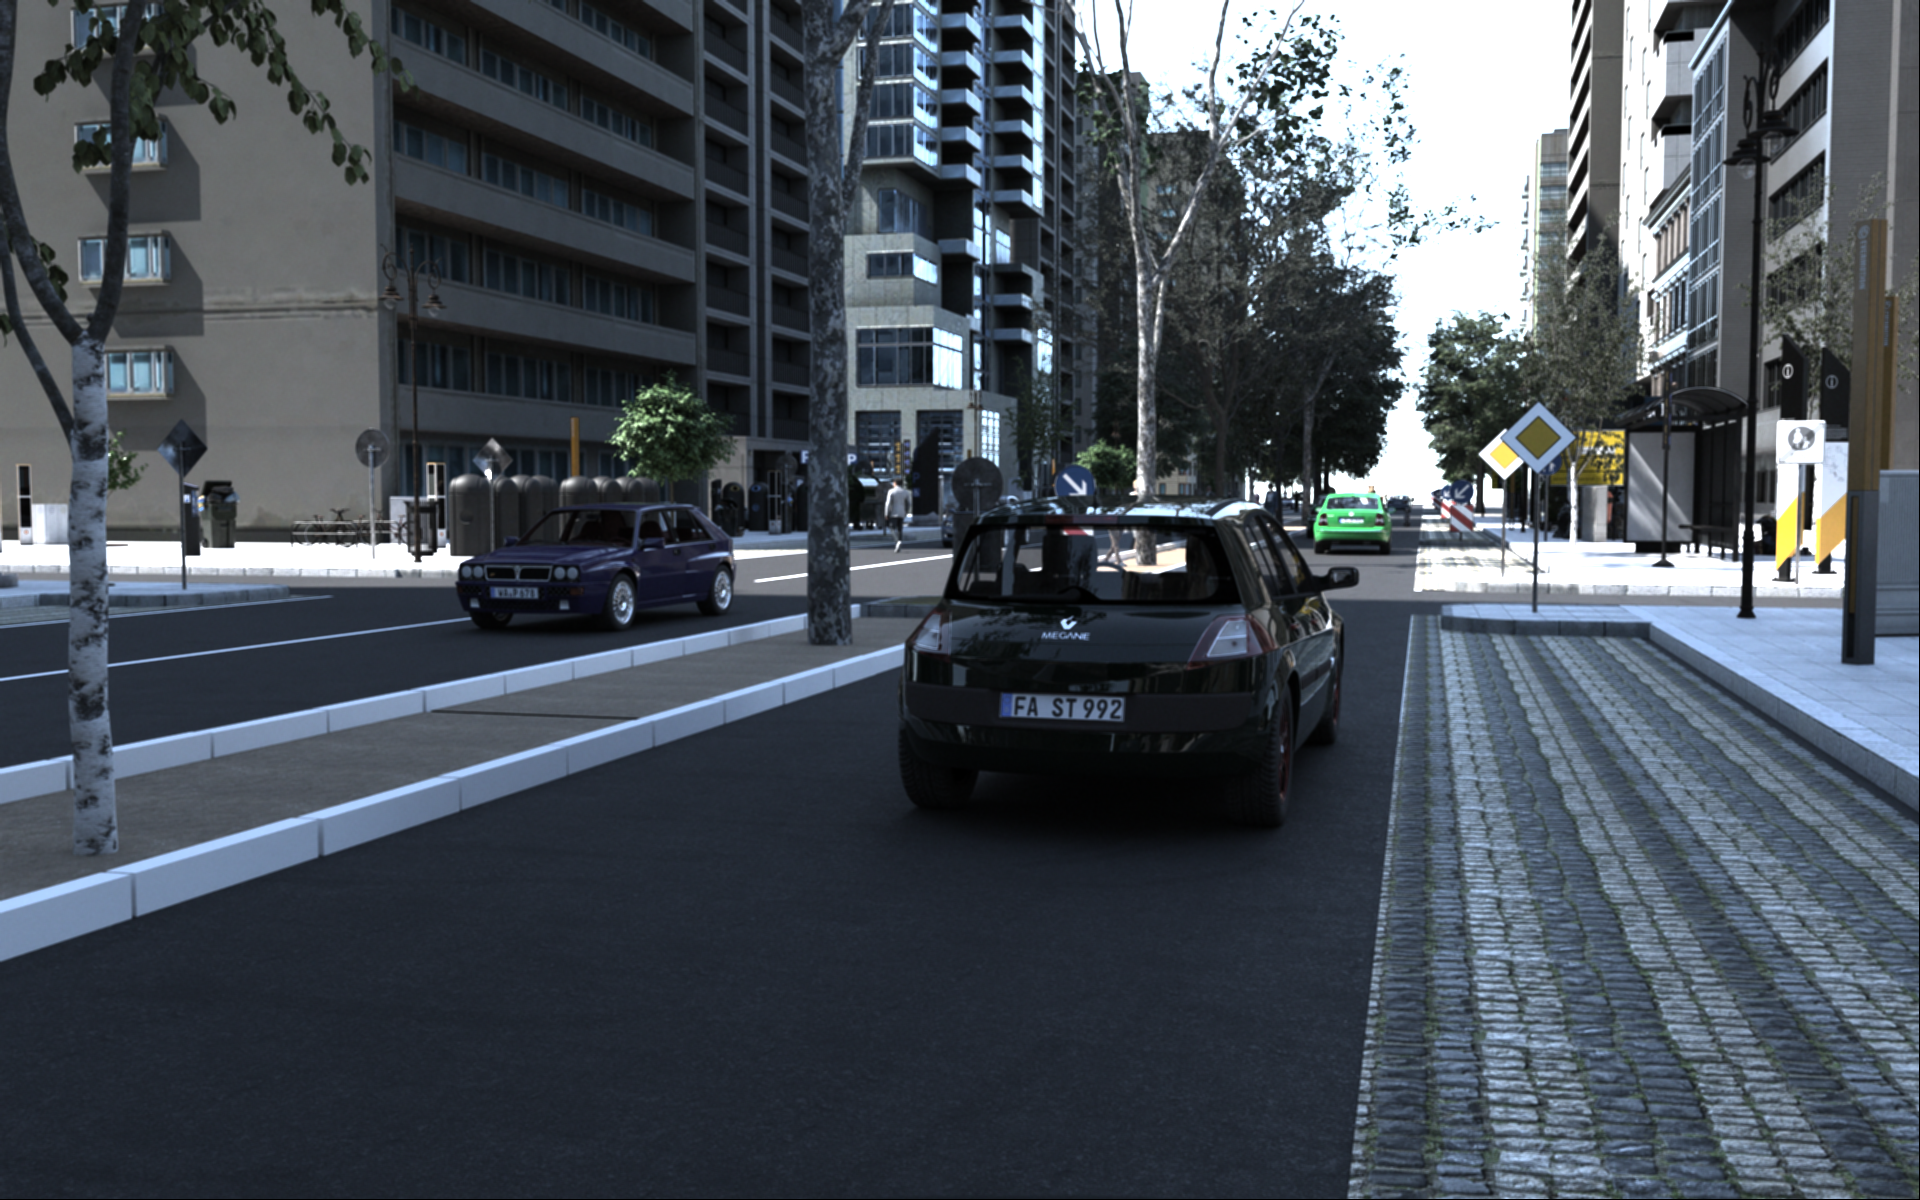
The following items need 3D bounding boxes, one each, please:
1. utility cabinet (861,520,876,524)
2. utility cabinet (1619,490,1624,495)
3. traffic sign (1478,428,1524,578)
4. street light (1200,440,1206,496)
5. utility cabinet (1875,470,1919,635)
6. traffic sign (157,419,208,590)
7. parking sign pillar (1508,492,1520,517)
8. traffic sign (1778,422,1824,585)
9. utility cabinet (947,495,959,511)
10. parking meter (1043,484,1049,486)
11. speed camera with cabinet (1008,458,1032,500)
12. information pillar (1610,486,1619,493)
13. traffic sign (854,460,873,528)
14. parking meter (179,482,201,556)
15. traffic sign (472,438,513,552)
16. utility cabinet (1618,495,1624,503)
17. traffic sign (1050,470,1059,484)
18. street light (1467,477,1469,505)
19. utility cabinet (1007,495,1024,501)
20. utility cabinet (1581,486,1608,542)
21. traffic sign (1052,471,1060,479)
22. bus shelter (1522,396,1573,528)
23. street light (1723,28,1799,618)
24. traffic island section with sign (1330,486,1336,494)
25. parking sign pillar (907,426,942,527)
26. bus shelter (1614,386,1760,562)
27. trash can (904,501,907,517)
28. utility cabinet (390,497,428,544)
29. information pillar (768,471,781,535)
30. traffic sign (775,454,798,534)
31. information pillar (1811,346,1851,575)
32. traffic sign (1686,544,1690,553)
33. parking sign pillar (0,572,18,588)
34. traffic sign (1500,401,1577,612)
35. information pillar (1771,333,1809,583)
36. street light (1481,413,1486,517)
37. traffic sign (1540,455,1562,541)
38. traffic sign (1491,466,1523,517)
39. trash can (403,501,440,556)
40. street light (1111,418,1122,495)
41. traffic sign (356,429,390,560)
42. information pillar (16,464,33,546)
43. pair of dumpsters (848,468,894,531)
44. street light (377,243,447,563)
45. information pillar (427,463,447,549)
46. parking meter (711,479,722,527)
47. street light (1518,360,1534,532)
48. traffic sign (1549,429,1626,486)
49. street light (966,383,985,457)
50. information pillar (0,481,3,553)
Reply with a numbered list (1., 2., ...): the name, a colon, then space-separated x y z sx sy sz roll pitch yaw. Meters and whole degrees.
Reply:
1. utility cabinet: -4.294 -4.308 79.110 0.318 1.500 1.173 -2 4 -35
2. utility cabinet: 36.771 -5.384 96.702 1.173 1.500 0.318 -2 4 -35
3. traffic sign: 8.305 -1.395 26.447 0.795 2.450 0.064 1 4 15
4. street light: 20.413 -10.568 145.568 0.468 5.910 1.993 1 4 15
5. utility cabinet: 8.675 -0.430 15.714 1.173 1.500 0.318 -1 4 -11
6. traffic sign: -10.417 -1.197 23.207 0.795 2.450 0.064 1 4 15
7. parking sign pillar: 31.018 -6.581 96.069 1.447 3.967 1.447 0 4 6
8. traffic sign: 11.796 -1.359 24.345 0.606 2.300 0.079 1 4 20
9. utility cabinet: -0.164 -5.101 94.564 1.020 1.237 0.306 1 4 13
10. parking meter: 4.887 -5.650 98.083 0.399 1.863 0.255 0 4 1
11. speed camera with cabinet: 3.541 -6.250 96.527 0.660 3.252 2.038 3 5 42
12. information pillar: 31.658 -4.854 83.849 0.304 2.012 0.304 -1 4 -13
13. traffic sign: -3.665 -4.006 65.605 0.768 2.556 0.104 1 4 19
14. parking meter: -15.926 -1.677 35.832 0.372 1.533 0.369 0 3 0
15. traffic sign: -8.346 -1.668 30.920 0.795 2.450 0.064 1 4 15
16. utility cabinet: 34.671 -4.895 91.198 1.020 1.237 0.306 2 4 30
17. traffic sign: 5.298 -5.771 94.352 0.884 2.594 0.081 1 4 18
18. street light: 38.670 -9.716 131.639 0.468 5.910 1.993 1 4 15
19. utility cabinet: 2.462 -4.119 78.513 0.306 1.237 1.020 -3 4 -38
20. utility cabinet: 16.804 -2.276 45.898 0.318 1.500 1.173 0 4 3
21. traffic sign: 5.509 -5.916 96.829 0.768 2.556 0.104 1 4 17
22. bus shelter: 23.252 -5.557 68.482 2.179 5.291 8.768 1 4 15
23. street light: 8.166 -2.753 17.806 0.468 5.910 1.993 1 4 15
24. traffic island section with sign: 21.449 -5.646 100.448 2.006 1.907 1.989 1 4 15
25. parking sign pillar: -1.361 -4.872 68.133 1.447 3.967 1.447 2 4 33
26. bus shelter: 14.591 -2.521 35.139 2.014 3.302 5.546 1 4 15
27. trash can: -3.211 -5.113 95.244 0.748 1.137 0.748 0 3 0
28. utility cabinet: -14.122 -2.045 44.594 1.020 1.237 0.306 -1 4 -10
29. information pillar: -5.836 -3.064 54.594 0.304 2.012 0.304 2 4 24
30. traffic sign: -5.591 -3.398 55.658 0.768 2.556 0.104 1 4 17
31. information pillar: 13.888 -2.215 27.573 0.504 3.616 0.183 -1 4 -11
32. traffic sign: 15.970 -2.311 37.898 0.768 2.556 0.104 1 4 21
33. parking sign pillar: -13.730 -2.150 23.621 1.447 3.967 1.447 -1 4 -13
34. traffic sign: 6.235 -0.923 18.734 0.795 2.450 0.064 1 4 15
35. information pillar: 12.037 -2.062 25.064 0.183 3.616 0.504 -1 4 -12
36. street light: 29.672 -7.666 98.132 0.468 5.910 1.993 1 4 15
37. traffic sign: 16.010 -2.885 47.272 0.768 2.556 0.104 1 4 16
38. traffic sign: 30.297 -6.182 94.942 2.265 3.308 0.079 1 4 18
39. trash can: -11.146 -1.482 35.879 0.748 1.137 0.748 0 3 0
40. street light: 9.527 -8.122 105.578 0.468 5.910 1.993 1 4 15
41. traffic sign: -11.463 -2.059 33.777 0.768 2.556 0.104 1 4 17
42. information pillar: -23.304 -2.365 43.164 0.304 2.012 0.304 -2 4 -31
43. pair of dumpsters: -3.481 -3.649 62.151 1.574 2.255 4.437 1 4 15
44. street light: -10.120 -3.631 32.159 0.468 5.910 1.993 1 4 15
45. information pillar: -12.350 -2.226 40.892 0.304 2.012 0.304 2 4 32
46. parking meter: -9.614 -3.832 68.360 0.255 1.863 0.399 2 4 30
47. street light: 18.944 -5.218 58.100 0.468 5.910 1.993 1 4 15
48. traffic sign: 19.865 -3.732 54.897 2.265 3.308 0.079 1 4 22
49. street light: 0.654 -6.077 72.139 0.468 5.910 1.993 1 4 15
50. information pillar: -20.975 -2.021 37.538 0.304 2.012 0.304 -3 5 -39
